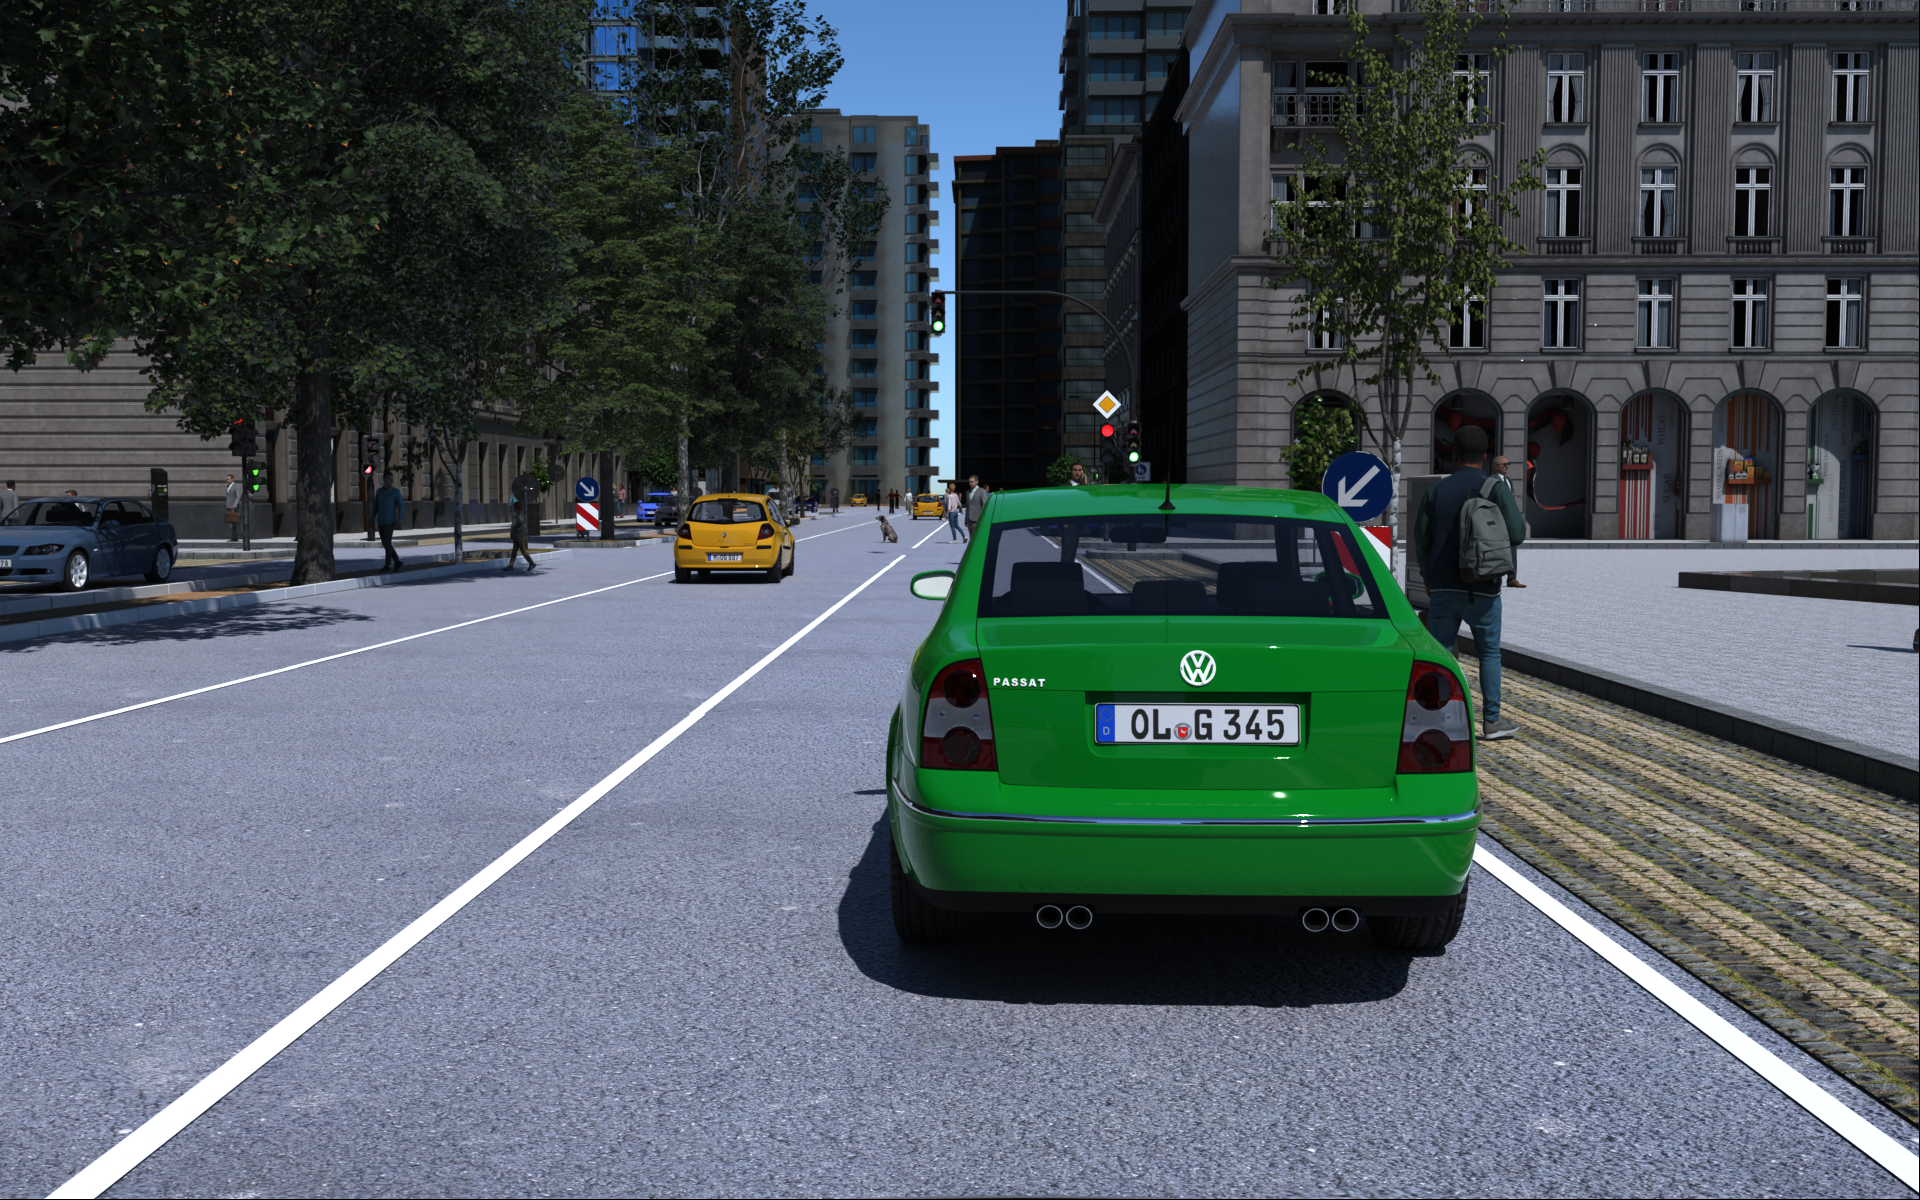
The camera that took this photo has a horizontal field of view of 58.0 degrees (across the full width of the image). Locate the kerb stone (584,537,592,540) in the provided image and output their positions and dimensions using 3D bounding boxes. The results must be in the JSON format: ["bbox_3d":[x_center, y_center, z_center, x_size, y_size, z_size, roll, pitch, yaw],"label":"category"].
[{"bbox_3d":[-10.924,-1.714,50.214,0.120,0.150,1.000,0,4,1],"label":"kerb stone"}]

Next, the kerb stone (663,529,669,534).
[{"bbox_3d":[-10.750,-2.465,62.505,0.120,0.150,1.000,0,4,1],"label":"kerb stone"}]

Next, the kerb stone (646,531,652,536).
[{"bbox_3d":[-10.802,-2.278,59.435,0.120,0.150,1.000,0,4,1],"label":"kerb stone"}]

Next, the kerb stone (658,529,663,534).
[{"bbox_3d":[-10.771,-2.403,61.479,0.120,0.150,1.000,0,4,1],"label":"kerb stone"}]

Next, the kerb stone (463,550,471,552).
[{"bbox_3d":[-11.095,-0.990,38.387,0.120,0.150,1.000,0,4,1],"label":"kerb stone"}]

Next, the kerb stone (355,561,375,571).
[{"bbox_3d":[-11.176,-0.614,32.236,0.120,0.150,1.000,0,4,1],"label":"kerb stone"}]

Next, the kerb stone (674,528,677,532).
[{"bbox_3d":[-10.734,-2.588,64.555,0.120,0.150,1.000,0,4,1],"label":"kerb stone"}]

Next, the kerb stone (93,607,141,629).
[{"bbox_3d":[-9.260,0.206,18.875,0.120,0.150,1.000,0,4,1],"label":"kerb stone"}]

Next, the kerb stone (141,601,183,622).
[{"bbox_3d":[-9.251,0.141,19.898,0.120,0.150,1.000,0,4,1],"label":"kerb stone"}]

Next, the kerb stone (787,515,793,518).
[{"bbox_3d":[-10.185,-4.973,103.504,0.120,0.150,1.000,0,4,1],"label":"kerb stone"}]

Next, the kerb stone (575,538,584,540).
[{"bbox_3d":[-10.936,-1.648,49.187,0.120,0.150,1.000,0,4,1],"label":"kerb stone"}]

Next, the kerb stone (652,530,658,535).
[{"bbox_3d":[-10.783,-2.338,60.457,0.120,0.150,1.000,0,4,1],"label":"kerb stone"}]

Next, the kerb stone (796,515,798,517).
[{"bbox_3d":[-10.160,-5.091,105.554,0.120,0.150,1.000,0,4,1],"label":"kerb stone"}]

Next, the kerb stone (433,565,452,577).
[{"bbox_3d":[-9.101,-0.483,30.142,0.120,0.150,1.000,0,4,1],"label":"kerb stone"}]

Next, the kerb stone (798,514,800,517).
[{"bbox_3d":[-10.143,-5.156,106.582,0.120,0.150,1.000,0,4,1],"label":"kerb stone"}]

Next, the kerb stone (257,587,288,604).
[{"bbox_3d":[-9.209,-0.047,22.971,0.120,0.150,1.000,0,4,1],"label":"kerb stone"}]

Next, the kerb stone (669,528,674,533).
[{"bbox_3d":[-10.744,-2.528,63.532,0.120,0.150,1.000,0,4,1],"label":"kerb stone"}]

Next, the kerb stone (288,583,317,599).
[{"bbox_3d":[-9.192,-0.107,23.993,0.120,0.150,1.000,0,4,1],"label":"kerb stone"}]

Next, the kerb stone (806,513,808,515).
[{"bbox_3d":[-10.081,-5.476,111.721,0.120,0.150,1.000,0,4,1],"label":"kerb stone"}]

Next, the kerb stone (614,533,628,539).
[{"bbox_3d":[-10.860,-2.027,55.329,0.120,0.150,1.000,0,4,1],"label":"kerb stone"}]

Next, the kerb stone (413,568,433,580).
[{"bbox_3d":[-9.122,-0.420,29.120,0.120,0.150,1.000,0,4,1],"label":"kerb stone"}]

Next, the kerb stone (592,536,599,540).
[{"bbox_3d":[-10.913,-1.776,51.236,0.120,0.150,1.000,0,4,1],"label":"kerb stone"}]

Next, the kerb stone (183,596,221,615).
[{"bbox_3d":[-9.235,0.078,20.925,0.120,0.150,1.000,0,4,1],"label":"kerb stone"}]

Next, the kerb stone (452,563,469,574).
[{"bbox_3d":[-9.096,-0.549,31.175,0.120,0.150,1.000,0,4,1],"label":"kerb stone"}]

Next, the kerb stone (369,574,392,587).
[{"bbox_3d":[-9.149,-0.298,27.072,0.120,0.150,1.000,0,4,1],"label":"kerb stone"}]

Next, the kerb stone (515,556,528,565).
[{"bbox_3d":[-9.035,-0.798,35.277,0.120,0.150,1.000,0,4,1],"label":"kerb stone"}]

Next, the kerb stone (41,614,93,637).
[{"bbox_3d":[-9.281,0.266,17.853,0.120,0.150,1.000,0,4,1],"label":"kerb stone"}]

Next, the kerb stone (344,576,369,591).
[{"bbox_3d":[-9.165,-0.235,26.039,0.120,0.150,1.000,0,4,1],"label":"kerb stone"}]

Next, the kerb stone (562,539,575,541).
[{"bbox_3d":[-10.962,-1.583,48.161,0.120,0.150,1.000,0,4,1],"label":"kerb stone"}]

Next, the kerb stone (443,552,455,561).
[{"bbox_3d":[-11.111,-0.922,37.363,0.120,0.150,1.000,0,4,1],"label":"kerb stone"}]

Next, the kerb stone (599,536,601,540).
[{"bbox_3d":[-10.897,-1.839,52.258,0.120,0.150,1.000,0,4,1],"label":"kerb stone"}]

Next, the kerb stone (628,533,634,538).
[{"bbox_3d":[-10.851,-2.090,56.364,0.120,0.150,1.000,0,4,1],"label":"kerb stone"}]

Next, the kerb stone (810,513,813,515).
[{"bbox_3d":[-10.030,-5.663,114.790,0.120,0.150,1.000,0,4,1],"label":"kerb stone"}]

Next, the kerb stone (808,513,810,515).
[{"bbox_3d":[-10.064,-5.538,112.746,0.120,0.150,1.000,0,4,1],"label":"kerb stone"}]

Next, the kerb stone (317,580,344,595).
[{"bbox_3d":[-9.176,-0.173,25.017,0.120,0.150,1.000,0,4,1],"label":"kerb stone"}]

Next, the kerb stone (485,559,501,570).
[{"bbox_3d":[-9.057,-0.674,33.224,0.120,0.150,1.000,0,4,1],"label":"kerb stone"}]

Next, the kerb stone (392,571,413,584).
[{"bbox_3d":[-9.139,-0.353,28.099,0.120,0.150,1.000,0,4,1],"label":"kerb stone"}]

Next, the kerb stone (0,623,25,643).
[{"bbox_3d":[-9.287,0.328,16.828,0.120,0.150,1.000,0,4,1],"label":"kerb stone"}]

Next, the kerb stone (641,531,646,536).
[{"bbox_3d":[-10.818,-2.214,58.413,0.120,0.150,1.000,0,4,1],"label":"kerb stone"}]

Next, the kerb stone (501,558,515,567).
[{"bbox_3d":[-9.046,-0.737,34.246,0.120,0.150,1.000,0,4,1],"label":"kerb stone"}]

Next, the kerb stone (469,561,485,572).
[{"bbox_3d":[-9.084,-0.612,32.200,0.120,0.150,1.000,0,4,1],"label":"kerb stone"}]

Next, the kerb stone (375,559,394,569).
[{"bbox_3d":[-11.162,-0.676,33.269,0.120,0.150,1.000,0,4,1],"label":"kerb stone"}]

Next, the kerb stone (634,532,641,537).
[{"bbox_3d":[-10.830,-2.153,57.391,0.120,0.150,1.000,0,4,1],"label":"kerb stone"}]

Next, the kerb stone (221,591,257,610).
[{"bbox_3d":[-9.214,0.015,21.948,0.120,0.150,1.000,0,4,1],"label":"kerb stone"}]

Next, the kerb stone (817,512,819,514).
[{"bbox_3d":[-9.976,-5.914,118.893,0.120,0.150,1.000,0,4,1],"label":"kerb stone"}]

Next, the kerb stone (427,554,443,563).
[{"bbox_3d":[-11.116,-0.861,36.341,0.120,0.150,1.000,0,4,1],"label":"kerb stone"}]

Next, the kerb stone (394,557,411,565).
[{"bbox_3d":[-11.149,-0.739,34.294,0.120,0.150,1.000,0,4,1],"label":"kerb stone"}]

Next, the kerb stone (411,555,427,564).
[{"bbox_3d":[-11.136,-0.799,35.319,0.120,0.150,1.000,0,4,1],"label":"kerb stone"}]
